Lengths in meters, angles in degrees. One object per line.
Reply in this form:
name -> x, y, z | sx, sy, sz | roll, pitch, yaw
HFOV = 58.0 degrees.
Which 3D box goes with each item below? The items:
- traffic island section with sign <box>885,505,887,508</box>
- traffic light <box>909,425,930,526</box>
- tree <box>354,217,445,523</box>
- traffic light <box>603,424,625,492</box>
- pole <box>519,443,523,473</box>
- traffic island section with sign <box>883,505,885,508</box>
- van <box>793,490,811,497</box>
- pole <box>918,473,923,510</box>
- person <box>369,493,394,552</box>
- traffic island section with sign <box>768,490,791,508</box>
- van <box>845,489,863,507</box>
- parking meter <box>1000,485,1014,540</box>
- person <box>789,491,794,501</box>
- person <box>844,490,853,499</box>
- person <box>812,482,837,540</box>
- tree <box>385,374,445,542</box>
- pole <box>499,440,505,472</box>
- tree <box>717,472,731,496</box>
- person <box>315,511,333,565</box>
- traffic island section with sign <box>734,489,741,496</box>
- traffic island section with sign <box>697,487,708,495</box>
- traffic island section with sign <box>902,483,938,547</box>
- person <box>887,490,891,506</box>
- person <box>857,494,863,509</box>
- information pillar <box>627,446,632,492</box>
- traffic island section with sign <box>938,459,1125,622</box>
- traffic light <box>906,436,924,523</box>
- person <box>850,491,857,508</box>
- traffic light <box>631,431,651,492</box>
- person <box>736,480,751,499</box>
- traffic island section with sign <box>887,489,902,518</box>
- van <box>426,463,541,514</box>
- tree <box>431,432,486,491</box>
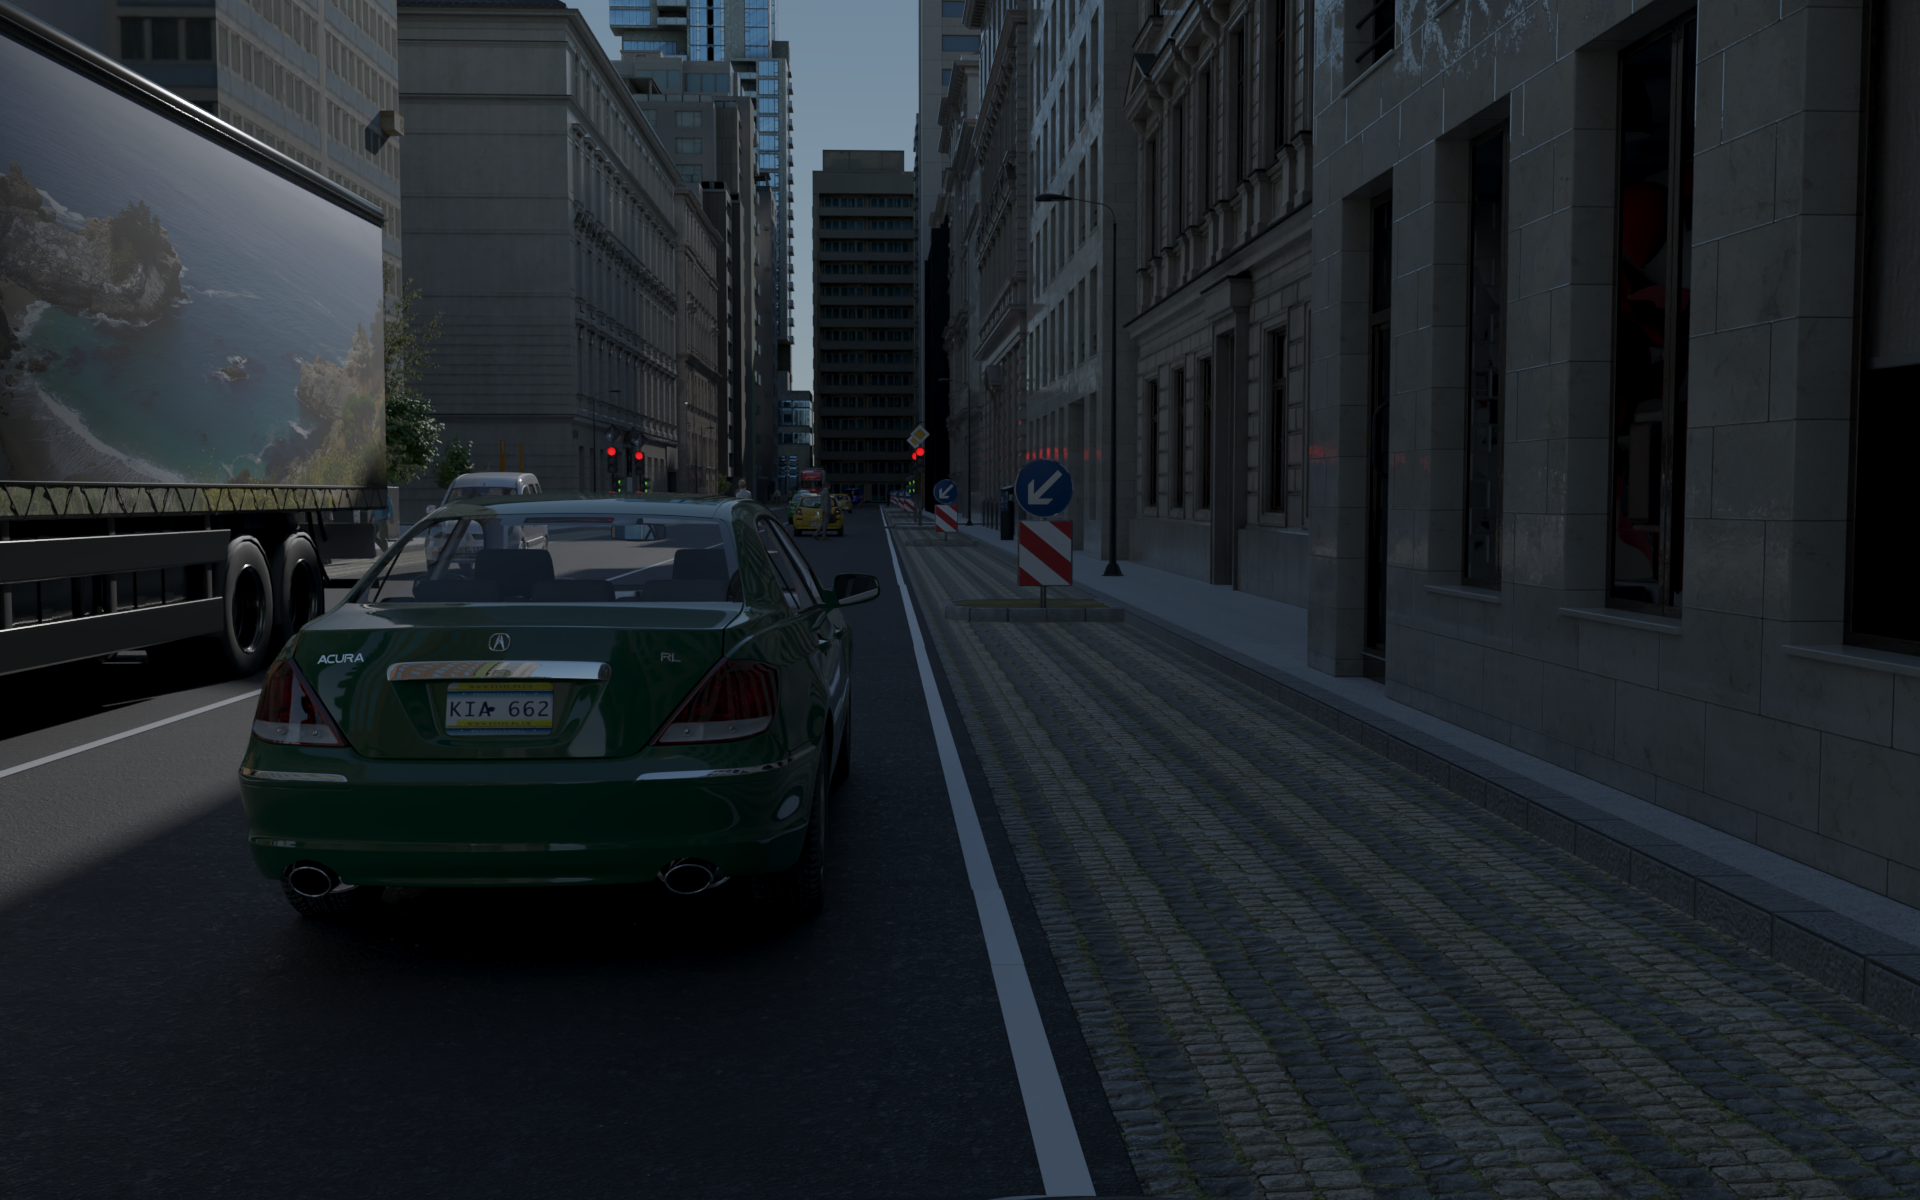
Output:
traffic island section with sign -> -4.447, -7.406, 129.721 | 1.989, 1.847, 2.006 | 0, 4, -3
traffic light -> -1.633, -4.956, 69.958 | 0.839, 4.253, 0.868 | 0, 4, -3
tree -> -14.784, -5.624, 42.317 | 4.360, 8.622, 3.978 | 0, 3, 0
traffic light -> -13.879, -4.920, 69.358 | 0.839, 4.253, 0.868 | 0, 4, -3
pole -> -17.573, -4.622, 69.410 | 0.158, 3.312, 0.155 | 0, 3, 0
traffic island section with sign -> -6.839, -10.463, 179.689 | 1.989, 1.847, 2.006 | 0, 4, -3
van -> -15.589, -10.134, 172.710 | 2.013, 2.044, 4.112 | 0, 4, -4
pole -> -3.042, -8.835, 138.292 | 0.158, 3.312, 0.155 | 0, 3, 0
person -> -12.160, -1.688, 36.445 | 0.444, 1.785, 0.601 | -3, 5, -42
traffic island section with sign -> -18.855, -10.437, 179.264 | 1.989, 1.847, 2.006 | 0, 4, -3
van -> -12.017, -11.647, 194.808 | 2.240, 2.365, 5.245 | 0, 4, -2
parking meter -> 1.313, -2.433, 48.183 | 0.372, 1.533, 0.369 | 0, 3, 0
person -> -18.754, -11.255, 193.230 | 0.721, 1.736, 1.217 | 2, 4, 25
person -> -10.559, -9.308, 160.651 | 1.348, 1.831, 0.705 | 1, 4, 8
person -> -4.174, -2.773, 53.954 | 0.853, 1.813, 0.709 | -2, 4, -25
tree -> -15.710, -3.871, 47.008 | 4.285, 4.588, 4.351 | 0, 3, 0
pole -> -17.128, -4.344, 64.872 | 0.158, 3.312, 0.155 | 0, 3, 0
tree -> -20.913, -9.530, 150.419 | 1.663, 3.219, 1.824 | 0, 3, 0
person -> -12.972, -1.640, 35.119 | 0.447, 1.846, 0.655 | 0, 4, -3
traffic island section with sign -> -16.467, -7.380, 129.283 | 1.989, 1.847, 2.006 | 0, 4, -3
traffic island section with sign -> -15.166, -5.728, 102.278 | 1.989, 1.847, 2.006 | 0, 4, -3
traffic island section with sign -> -0.520, -2.394, 47.764 | 1.989, 1.847, 2.006 | 0, 4, -3
person -> -7.630, -10.813, 185.312 | 0.705, 1.821, 1.348 | -1, 4, -18
person -> -9.753, -9.670, 169.833 | 0.421, 1.427, 0.697 | -3, 4, -38
information pillar -> -16.292, -5.751, 85.386 | 0.183, 3.616, 0.504 | 1, 4, 11
traffic island section with sign -> 0.802, -0.706, 20.170 | 1.989, 1.847, 2.006 | 0, 4, -3
traffic light -> -2.015, -5.444, 77.934 | 0.839, 4.253, 0.868 | 0, 4, -3
person -> -11.121, -10.385, 178.820 | 1.217, 1.766, 0.721 | -1, 4, -14
traffic light -> -14.261, -5.408, 77.334 | 0.839, 4.253, 0.868 | 0, 4, -3
person -> -5.542, -2.185, 44.449 | 0.478, 1.798, 0.641 | -2, 4, -25
traffic island section with sign -> -3.148, -5.749, 102.621 | 1.989, 1.847, 2.006 | 0, 4, -3
van -> -8.713, -1.531, 32.048 | 2.013, 2.044, 4.112 | 0, 4, -5
tree -> -15.588, -3.638, 54.091 | 1.663, 3.219, 1.824 | 0, 3, 0
